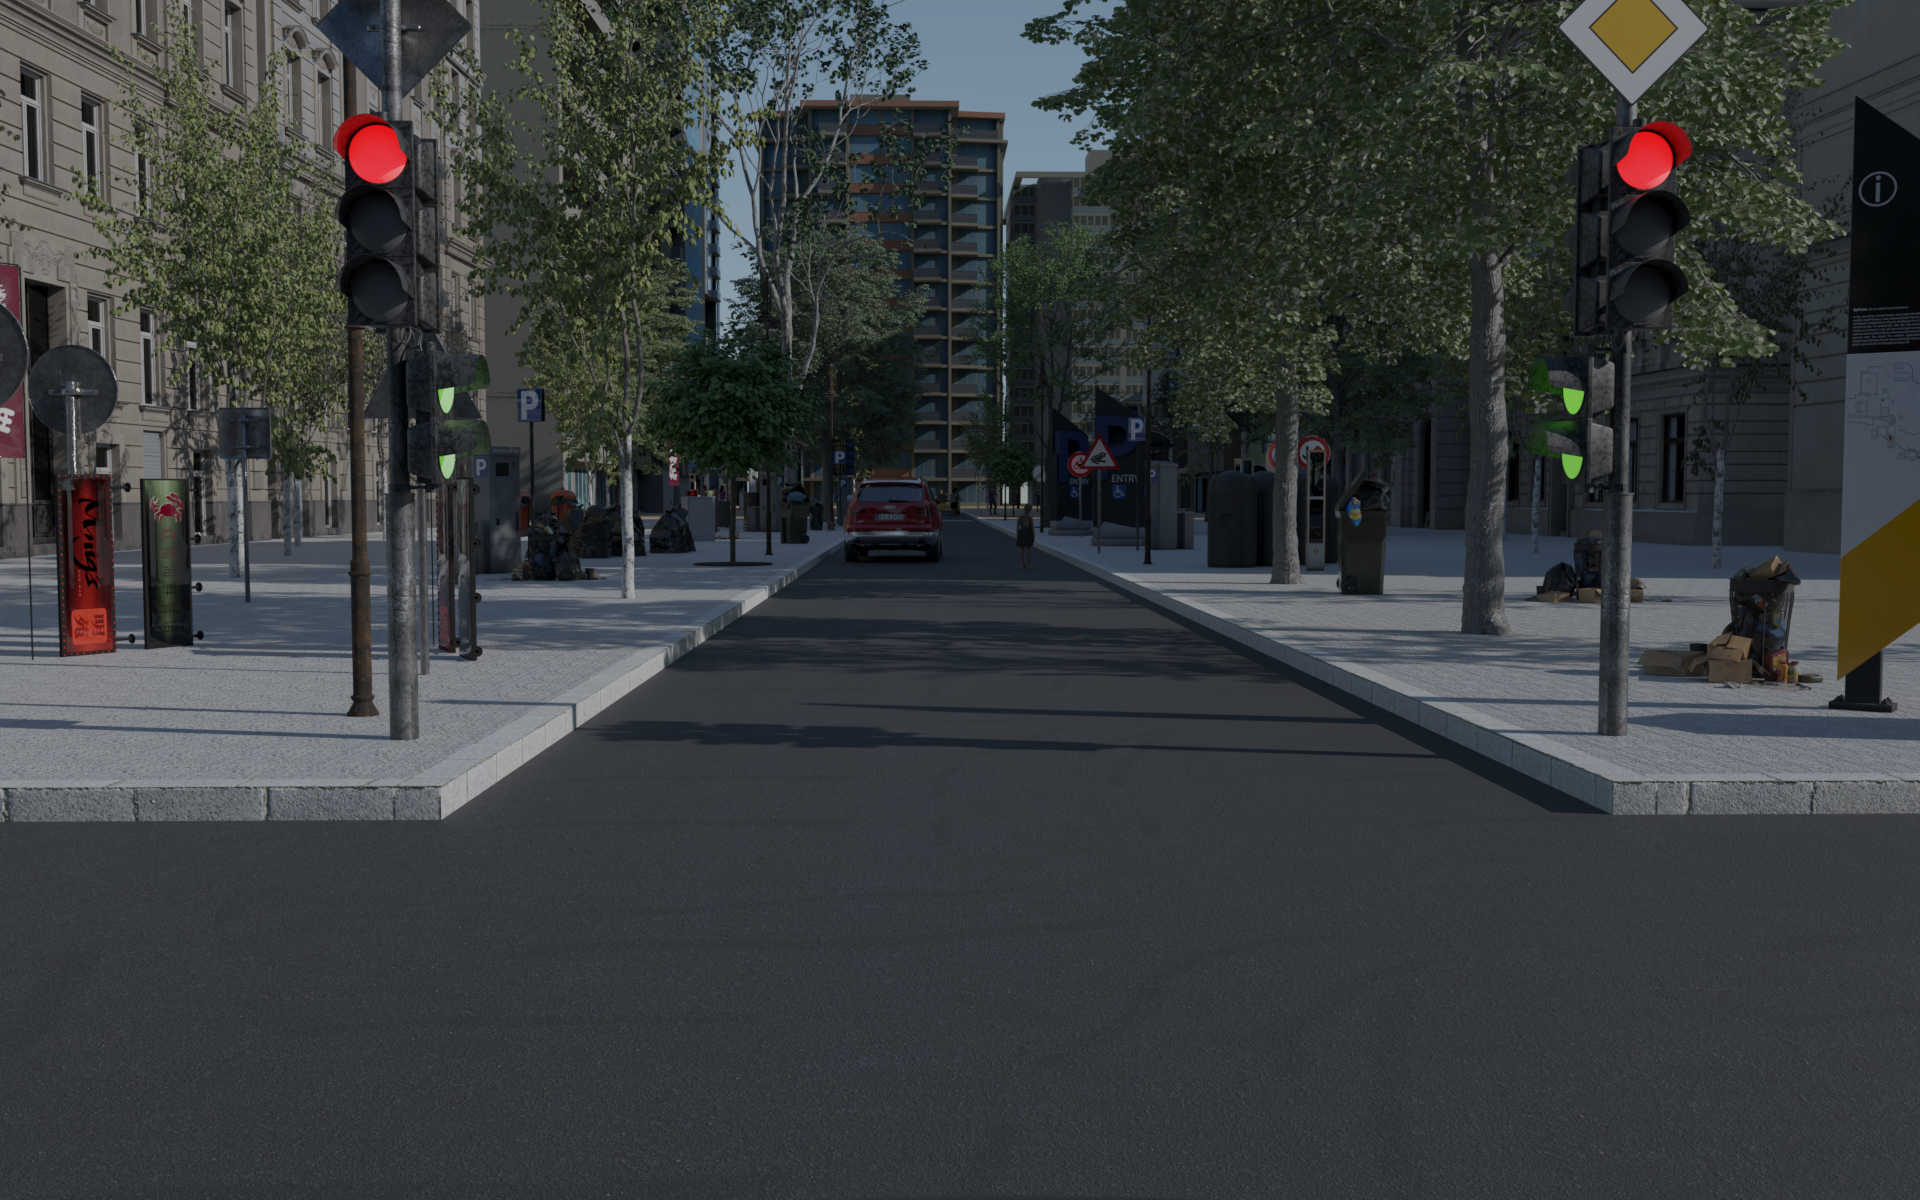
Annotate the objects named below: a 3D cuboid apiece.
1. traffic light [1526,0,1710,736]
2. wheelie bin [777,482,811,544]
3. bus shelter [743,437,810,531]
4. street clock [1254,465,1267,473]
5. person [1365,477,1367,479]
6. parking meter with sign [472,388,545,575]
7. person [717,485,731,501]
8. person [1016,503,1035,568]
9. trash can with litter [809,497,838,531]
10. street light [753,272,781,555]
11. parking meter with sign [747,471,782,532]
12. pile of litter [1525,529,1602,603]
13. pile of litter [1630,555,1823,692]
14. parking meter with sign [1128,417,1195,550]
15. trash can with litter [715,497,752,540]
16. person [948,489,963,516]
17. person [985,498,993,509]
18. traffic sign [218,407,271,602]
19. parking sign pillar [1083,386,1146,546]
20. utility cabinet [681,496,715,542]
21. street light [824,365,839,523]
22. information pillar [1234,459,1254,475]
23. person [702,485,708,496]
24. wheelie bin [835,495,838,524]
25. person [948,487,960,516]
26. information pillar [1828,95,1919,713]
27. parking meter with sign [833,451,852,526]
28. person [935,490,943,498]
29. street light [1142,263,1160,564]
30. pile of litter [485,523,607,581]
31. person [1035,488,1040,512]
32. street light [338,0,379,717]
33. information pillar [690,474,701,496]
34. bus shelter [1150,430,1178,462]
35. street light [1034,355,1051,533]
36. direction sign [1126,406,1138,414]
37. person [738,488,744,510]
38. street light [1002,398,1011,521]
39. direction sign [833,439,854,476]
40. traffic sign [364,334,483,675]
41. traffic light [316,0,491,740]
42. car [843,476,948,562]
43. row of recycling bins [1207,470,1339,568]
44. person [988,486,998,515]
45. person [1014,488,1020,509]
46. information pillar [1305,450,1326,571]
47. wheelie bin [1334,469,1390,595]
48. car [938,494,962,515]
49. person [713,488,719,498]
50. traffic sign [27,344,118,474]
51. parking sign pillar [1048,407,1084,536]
[{"bbox_3d":[3.463,-1.236,9.127,0.839,4.253,0.868,0,4,-1],"label":"traffic light"},{"bbox_3d":[-4.295,-2.252,44.728,0.693,1.594,0.980,-3,5,-44],"label":"wheelie bin"},{"bbox_3d":[-6.898,-5.266,63.739,2.179,5.291,8.768,0,4,-1],"label":"bus shelter"},{"bbox_3d":[7.466,-2.378,43.443,0.471,2.002,0.358,1,4,21],"label":"street clock"},{"bbox_3d":[11.197,-2.526,47.823,0.515,1.767,0.782,1,4,17],"label":"person"},{"bbox_3d":[-7.522,-1.943,28.021,0.543,3.016,1.738,2,4,31],"label":"parking meter with sign"},{"bbox_3d":[-11.907,-4.910,87.010,1.217,1.739,0.721,1,4,12],"label":"person"},{"bbox_3d":[1.270,-1.249,33.593,0.362,1.253,0.373,1,4,19],"label":"person"},{"bbox_3d":[-4.823,-3.038,61.053,1.055,1.170,0.624,0,4,-2],"label":"trash can with litter"},{"bbox_3d":[-4.014,-3.879,36.212,0.468,5.910,1.993,0,4,-1],"label":"street light"},{"bbox_3d":[-6.373,-3.803,58.432,1.738,3.016,0.543,2,4,23],"label":"parking meter with sign"},{"bbox_3d":[7.684,-0.415,20.756,1.719,0.858,1.176,1,4,19],"label":"pile of litter"},{"bbox_3d":[5.375,0.112,12.129,1.176,0.858,1.719,1,4,19],"label":"pile of litter"},{"bbox_3d":[4.675,-2.668,39.880,1.738,3.016,0.543,-3,5,-40],"label":"parking meter with sign"},{"bbox_3d":[-7.141,-2.337,49.270,2.233,1.210,1.678,0,4,8],"label":"trash can with litter"},{"bbox_3d":[-0.404,-6.280,111.965,1.217,1.735,0.721,0,4,2],"label":"person"},{"bbox_3d":[2.676,-8.618,150.214,1.065,1.426,0.557,-1,4,-20],"label":"person"},{"bbox_3d":[-8.444,-1.122,20.474,0.606,2.300,0.079,0,4,-1],"label":"traffic sign"},{"bbox_3d":[3.976,-3.335,43.007,1.447,3.967,1.447,1,4,14],"label":"parking sign pillar"},{"bbox_3d":[-7.113,-2.194,47.035,0.306,1.237,1.020,3,4,37],"label":"utility cabinet"},{"bbox_3d":[-4.611,-5.473,62.276,0.468,5.910,1.993,0,4,-1],"label":"street light"},{"bbox_3d":[5.893,-1.925,35.961,0.304,2.012,0.304,-1,4,-17],"label":"information pillar"},{"bbox_3d":[-13.033,-4.960,87.853,0.721,1.735,1.217,0,4,3],"label":"person"},{"bbox_3d":[-4.920,-4.037,73.916,0.693,1.594,0.980,1,4,9],"label":"wheelie bin"},{"bbox_3d":[-0.322,-6.527,114.847,0.705,1.869,1.348,-2,4,-35],"label":"person"},{"bbox_3d":[5.443,-1.150,10.156,0.504,3.616,0.183,3,4,37],"label":"information pillar"},{"bbox_3d":[-4.637,-4.531,70.341,0.543,3.016,1.738,1,4,12],"label":"parking meter with sign"},{"bbox_3d":[-1.718,-9.153,158.167,1.348,1.822,0.705,0,4,2],"label":"person"},{"bbox_3d":[3.435,-3.592,31.522,0.468,5.910,1.993,0,4,-1],"label":"street light"},{"bbox_3d":[-6.206,-0.733,25.947,1.719,0.858,1.176,1,4,16],"label":"pile of litter"},{"bbox_3d":[5.553,-7.008,121.536,0.541,1.710,0.530,1,4,9],"label":"person"},{"bbox_3d":[-3.462,-2.268,9.867,0.468,5.910,1.993,0,4,-1],"label":"street light"},{"bbox_3d":[-9.606,-3.575,62.943,0.304,2.012,0.304,3,5,43],"label":"information pillar"},{"bbox_3d":[5.734,-3.852,56.909,2.014,3.302,5.546,0,4,-1],"label":"bus shelter"},{"bbox_3d":[2.731,-5.190,57.646,0.468,5.910,1.993,0,4,-1],"label":"street light"},{"bbox_3d":[4.203,-3.212,44.520,0.876,3.537,0.379,-2,4,-31],"label":"direction sign"},{"bbox_3d":[-17.140,-7.915,136.123,0.551,1.740,0.621,-3,5,-44],"label":"person"},{"bbox_3d":[2.202,-6.797,83.914,0.468,5.910,1.993,0,4,-1],"label":"street light"},{"bbox_3d":[-4.831,-4.882,71.824,0.876,3.537,0.379,0,4,-5],"label":"direction sign"},{"bbox_3d":[-3.799,-0.747,12.225,0.884,2.594,0.081,0,4,7],"label":"traffic sign"},{"bbox_3d":[-2.896,-1.226,8.965,0.839,4.253,0.868,0,4,-1],"label":"traffic light"},{"bbox_3d":[-1.422,-1.807,38.221,2.281,1.827,5.304,0,4,1],"label":"car"},{"bbox_3d":[5.748,-1.481,31.332,1.069,1.692,3.534,3,5,44],"label":"row of recycling bins"},{"bbox_3d":[2.075,-6.066,105.677,0.568,1.767,0.683,3,4,37],"label":"person"},{"bbox_3d":[4.983,-8.799,149.862,0.705,1.831,1.348,1,4,20],"label":"person"},{"bbox_3d":[5.953,-1.498,28.988,0.304,2.012,0.304,0,4,7],"label":"information pillar"},{"bbox_3d":[5.177,-0.879,22.278,0.693,1.594,0.980,0,4,7],"label":"wheelie bin"},{"bbox_3d":[-0.857,-6.713,119.978,2.015,1.641,3.980,0,4,-1],"label":"car"},{"bbox_3d":[-20.862,-8.591,147.057,0.990,1.755,0.434,-2,4,-28],"label":"person"},{"bbox_3d":[-7.562,-0.897,14.777,0.768,2.556,0.104,0,4,-1],"label":"traffic sign"},{"bbox_3d":[3.461,-3.993,53.756,1.447,3.967,1.447,-2,4,-26],"label":"parking sign pillar"}]
